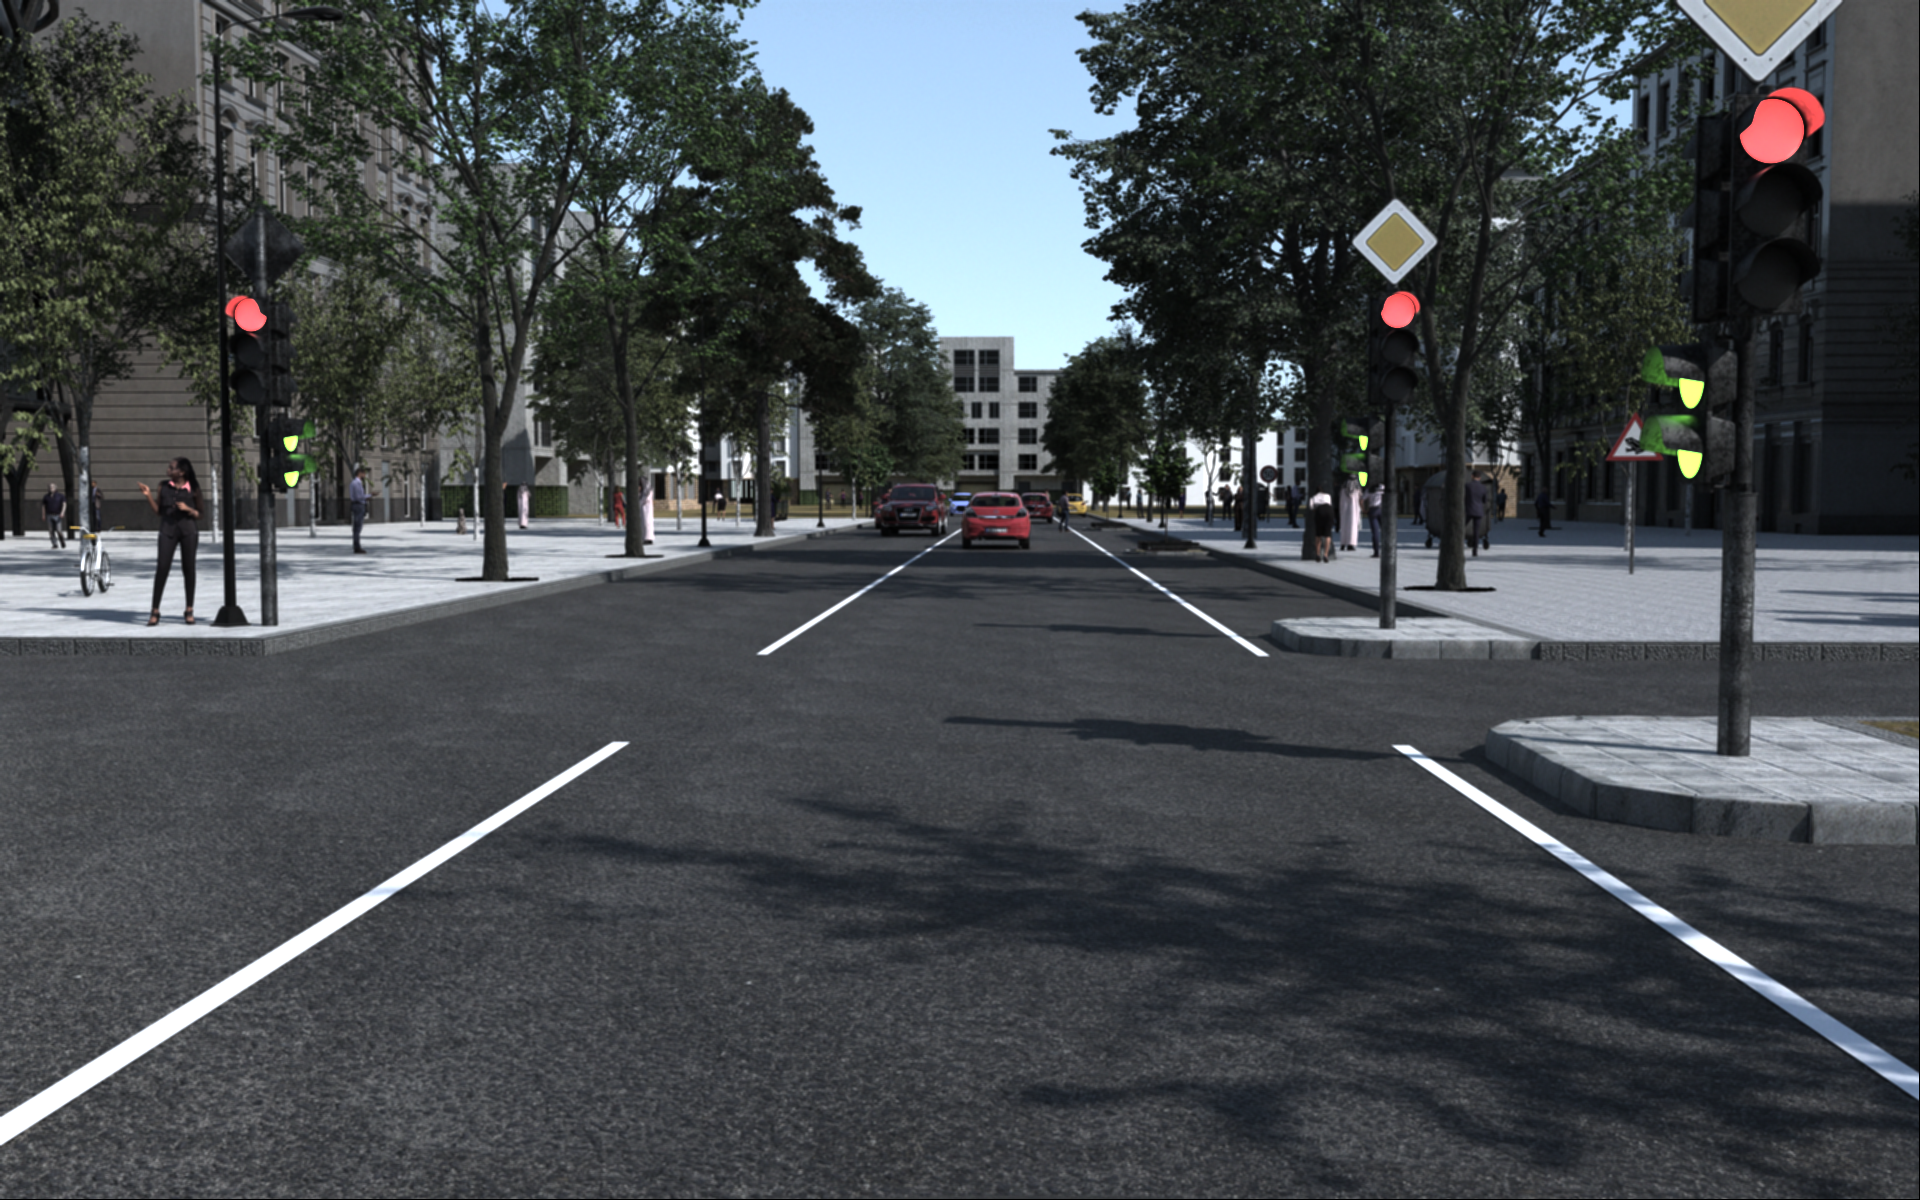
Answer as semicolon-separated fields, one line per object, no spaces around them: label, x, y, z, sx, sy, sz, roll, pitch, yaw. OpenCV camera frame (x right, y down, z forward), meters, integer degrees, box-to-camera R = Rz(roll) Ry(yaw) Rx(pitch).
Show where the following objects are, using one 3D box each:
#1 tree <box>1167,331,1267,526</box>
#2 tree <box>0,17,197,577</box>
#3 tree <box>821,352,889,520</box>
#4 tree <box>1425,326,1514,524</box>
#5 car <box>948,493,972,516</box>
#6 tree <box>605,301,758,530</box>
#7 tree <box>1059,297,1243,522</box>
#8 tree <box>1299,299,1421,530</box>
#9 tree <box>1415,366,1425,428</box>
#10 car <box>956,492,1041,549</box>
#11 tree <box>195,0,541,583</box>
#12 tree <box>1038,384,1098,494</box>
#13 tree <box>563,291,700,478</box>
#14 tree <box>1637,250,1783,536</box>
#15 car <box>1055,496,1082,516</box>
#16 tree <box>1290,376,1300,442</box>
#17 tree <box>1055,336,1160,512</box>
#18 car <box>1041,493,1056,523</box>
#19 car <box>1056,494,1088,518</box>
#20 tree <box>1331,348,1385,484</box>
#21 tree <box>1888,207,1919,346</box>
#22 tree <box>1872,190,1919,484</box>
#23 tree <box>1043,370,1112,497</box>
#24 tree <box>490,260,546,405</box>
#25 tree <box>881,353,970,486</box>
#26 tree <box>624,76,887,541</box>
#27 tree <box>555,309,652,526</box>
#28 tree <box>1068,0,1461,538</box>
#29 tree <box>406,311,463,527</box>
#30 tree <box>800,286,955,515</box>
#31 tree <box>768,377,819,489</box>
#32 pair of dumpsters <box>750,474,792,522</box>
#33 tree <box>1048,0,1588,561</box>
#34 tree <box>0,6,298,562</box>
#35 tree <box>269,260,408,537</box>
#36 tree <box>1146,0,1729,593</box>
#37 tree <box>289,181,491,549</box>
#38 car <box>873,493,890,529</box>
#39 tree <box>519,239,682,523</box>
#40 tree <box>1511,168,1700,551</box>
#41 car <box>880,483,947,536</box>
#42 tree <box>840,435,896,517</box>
tree;10.120;-7.279;69.368;4.737;8.622;4.395;0;3;0
tree;-13.732;-4.656;26.485;4.737;8.622;4.395;0;3;0
tree;-5.334;-8.229;84.899;4.737;8.622;4.395;0;3;0
tree;23.098;-7.600;74.620;4.737;8.622;4.395;0;3;0
car;0.180;-6.357;113.529;1.945;1.707;3.694;0;3;0
tree;-10.123;-6.771;61.067;4.737;8.622;4.395;0;3;0
tree;8.577;-8.808;78.420;8.767;10.594;7.601;1;4;9
tree;14.309;-6.807;61.652;4.360;8.622;3.978;0;3;0
tree;24.235;-8.258;85.380;4.737;8.622;4.395;0;3;0
car;0.956;-2.293;46.534;2.155;1.783;4.494;0;4;1
tree;-6.734;-6.091;25.344;9.928;11.665;9.643;0;3;0
tree;10.707;-14.535;159.710;6.751;12.117;7.091;0;3;0
tree;-16.697;-10.167;88.283;6.751;12.117;7.091;0;3;0
tree;22.468;-6.257;52.672;4.360;8.622;3.978;0;3;0
car;7.293;-6.286;115.359;1.945;1.354;3.894;0;4;3
tree;17.729;-8.024;81.552;4.360;8.622;3.978;0;3;0
tree;10.633;-12.604;124.208;7.486;12.596;7.792;0;3;0
car;3.697;-4.724;86.284;2.155;1.783;4.494;0;4;2
car;6.939;-5.932;107.204;2.015;1.641;3.980;0;4;3
tree;19.350;-8.343;86.769;4.737;8.622;4.395;0;3;0
tree;19.140;-5.768;28.713;7.601;10.594;8.767;-1;4;-18
tree;23.084;-5.480;39.955;4.360;8.622;3.978;0;3;0
tree;11.940;-15.996;168.951;7.806;13.903;7.818;0;3;0
tree;-13.684;-5.966;47.906;4.737;8.622;4.395;0;3;0
tree;-3.095;-13.560;139.835;7.486;12.596;7.792;0;3;0
tree;-6.118;-8.826;51.727;7.806;13.903;7.818;0;3;0
tree;-14.376;-7.289;69.535;4.360;8.622;3.978;0;3;0
tree;9.378;-11.915;50.700;12.611;20.169;13.585;0;3;0
tree;-21.096;-7.148;67.233;4.360;8.622;3.978;0;3;0
tree;-4.934;-12.106;104.594;9.857;13.997;8.962;0;3;0
tree;-8.560;-7.173;67.637;4.737;8.622;4.395;0;3;0
pair of dumpsters;-9.022;-4.898;82.578;1.574;2.255;4.436;0;4;2
tree;6.856;-7.742;33.232;9.857;13.997;8.962;0;3;0
tree;-16.341;-6.005;32.600;8.767;10.594;7.601;0;4;3
tree;-18.941;-6.164;51.137;4.360;8.622;3.978;0;3;0
tree;6.389;-5.919;22.538;9.928;11.665;9.643;0;3;0
tree;-14.331;-5.497;40.246;4.737;8.622;4.395;0;3;0
car;-2.516;-3.846;71.918;2.155;1.783;4.494;0;4;2
tree;-16.103;-9.755;77.625;7.486;12.596;7.792;0;3;0
tree;15.124;-5.431;39.157;4.737;8.622;4.395;0;3;0
car;-1.577;-3.161;60.356;2.281;1.827;5.304;0;4;3
tree;-5.154;-6.845;95.636;4.285;4.588;4.351;0;3;0
